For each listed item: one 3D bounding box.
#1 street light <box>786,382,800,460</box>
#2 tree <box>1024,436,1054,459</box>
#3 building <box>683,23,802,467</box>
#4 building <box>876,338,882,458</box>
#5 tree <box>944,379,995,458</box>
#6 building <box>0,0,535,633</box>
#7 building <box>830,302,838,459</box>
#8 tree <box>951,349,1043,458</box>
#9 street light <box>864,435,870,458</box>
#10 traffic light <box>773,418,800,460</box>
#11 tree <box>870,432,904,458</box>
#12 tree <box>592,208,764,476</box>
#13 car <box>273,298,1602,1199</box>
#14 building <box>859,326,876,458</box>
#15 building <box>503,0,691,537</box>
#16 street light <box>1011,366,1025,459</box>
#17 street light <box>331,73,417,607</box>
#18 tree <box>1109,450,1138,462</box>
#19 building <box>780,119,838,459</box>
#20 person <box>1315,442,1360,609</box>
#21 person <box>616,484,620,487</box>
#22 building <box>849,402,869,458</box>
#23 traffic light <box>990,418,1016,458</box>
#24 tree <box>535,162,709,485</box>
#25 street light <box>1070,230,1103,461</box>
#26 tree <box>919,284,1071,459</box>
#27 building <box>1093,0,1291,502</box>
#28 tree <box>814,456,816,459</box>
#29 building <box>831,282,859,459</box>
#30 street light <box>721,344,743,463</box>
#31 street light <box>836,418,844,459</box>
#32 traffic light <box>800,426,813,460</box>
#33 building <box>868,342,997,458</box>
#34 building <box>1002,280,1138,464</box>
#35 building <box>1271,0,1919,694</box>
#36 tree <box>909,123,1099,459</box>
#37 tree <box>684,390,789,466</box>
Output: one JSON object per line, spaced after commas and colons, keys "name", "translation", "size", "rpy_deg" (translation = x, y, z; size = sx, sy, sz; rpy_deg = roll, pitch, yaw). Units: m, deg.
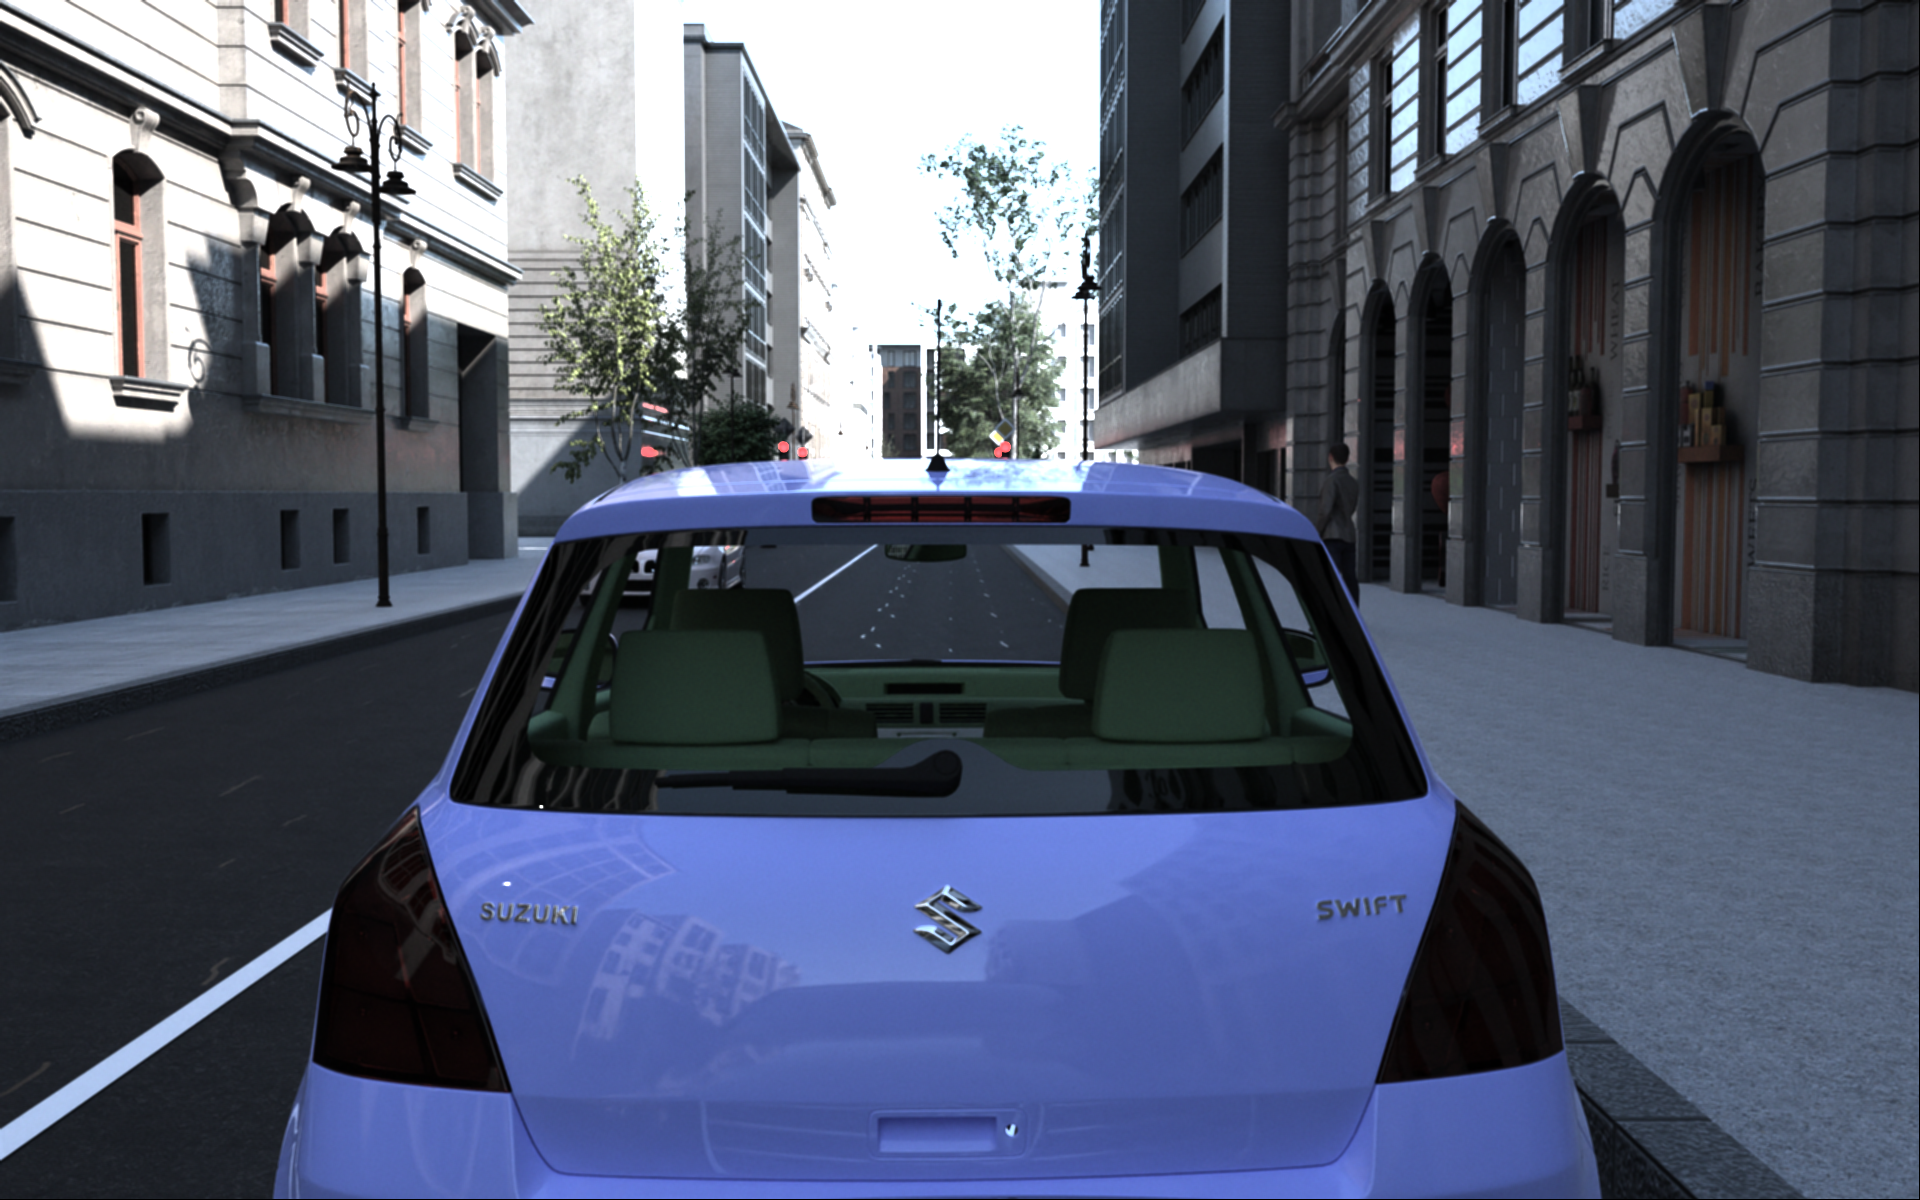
{"name": "street light", "translation": [-6.863, -6.034, 71.447], "size": [0.468, 5.910, 1.993], "rpy_deg": [0, 4, 0]}
{"name": "tree", "translation": [2.549, -3.859, 57.695], "size": [1.663, 3.219, 1.824], "rpy_deg": [0, 3, 0]}
{"name": "building", "translation": [-16.245, -16.374, 86.782], "size": [14.314, 24.678, 30.058], "rpy_deg": [0, 4, 0]}
{"name": "building", "translation": [-15.426, -21.745, 211.951], "size": [11.380, 20.091, 16.016], "rpy_deg": [0, 4, 0]}
{"name": "tree", "translation": [1.934, -13.605, 144.496], "size": [6.751, 12.117, 7.091], "rpy_deg": [0, 3, 0]}
{"name": "building", "translation": [-15.118, -14.418, 23.124], "size": [14.401, 28.519, 23.554], "rpy_deg": [0, 4, 0]}
{"name": "building", "translation": [-15.368, -17.189, 135.792], "size": [10.420, 20.320, 16.860], "rpy_deg": [0, 4, 0]}
{"name": "tree", "translation": [2.900, -13.118, 132.609], "size": [7.486, 12.596, 7.792], "rpy_deg": [0, 3, 0]}
{"name": "street light", "translation": [-7.263, -9.979, 135.951], "size": [0.468, 5.910, 1.993], "rpy_deg": [0, 4, 0]}
{"name": "traffic light", "translation": [-6.346, -4.497, 62.776], "size": [0.839, 4.213, 0.868], "rpy_deg": [0, 4, 0]}
{"name": "tree", "translation": [-8.504, -15.373, 201.706], "size": [4.360, 8.622, 3.978], "rpy_deg": [0, 3, 0]}
{"name": "tree", "translation": [-7.034, -5.750, 44.377], "size": [4.360, 8.622, 3.978], "rpy_deg": [0, 3, 0]}
{"name": "car", "translation": [-0.068, 0.359, 3.724], "size": [1.945, 1.707, 3.694], "rpy_deg": [0, 4, -2]}
{"name": "building", "translation": [-17.881, -20.529, 192.073], "size": [16.016, 20.091, 11.380], "rpy_deg": [0, 4, 0]}
{"name": "building", "translation": [-18.381, -12.634, 55.716], "size": [18.267, 20.994, 9.793], "rpy_deg": [0, 4, 0]}
{"name": "street light", "translation": [2.075, -5.485, 62.469], "size": [0.468, 5.910, 1.993], "rpy_deg": [0, 4, 0]}
{"name": "street light", "translation": [-6.579, -2.864, 19.606], "size": [0.468, 5.910, 1.993], "rpy_deg": [0, 4, 0]}
{"name": "tree", "translation": [15.236, -13.093, 139.829], "size": [9.928, 11.665, 9.643], "rpy_deg": [0, 3, 0]}
{"name": "building", "translation": [-15.010, -19.392, 114.318], "size": [12.463, 27.353, 25.104], "rpy_deg": [0, 4, 0]}
{"name": "person", "translation": [3.435, -0.591, 16.237], "size": [0.617, 1.759, 0.750], "rpy_deg": [-2, 4, -27]}
{"name": "person", "translation": [-9.750, -2.497, 49.075], "size": [0.471, 1.553, 0.569], "rpy_deg": [-2, 4, -29]}
{"name": "building", "translation": [-13.627, -14.082, 172.394], "size": [9.099, 9.664, 28.070], "rpy_deg": [0, 4, 0]}
{"name": "traffic light", "translation": [1.615, -4.501, 62.832], "size": [0.839, 4.213, 0.868], "rpy_deg": [0, 4, 0]}
{"name": "tree", "translation": [-7.659, -5.424, 39.048], "size": [4.737, 8.622, 4.395], "rpy_deg": [0, 3, 0]}
{"name": "street light", "translation": [2.217, -3.537, 30.616], "size": [0.468, 5.910, 1.993], "rpy_deg": [0, 4, 0]}
{"name": "tree", "translation": [2.309, -12.269, 107.258], "size": [9.857, 13.997, 8.962], "rpy_deg": [0, 3, 0]}
{"name": "building", "translation": [11.784, -13.824, 45.095], "size": [14.314, 24.678, 30.058], "rpy_deg": [0, 4, 0]}
{"name": "tree", "translation": [-7.459, -5.808, 89.566], "size": [1.663, 3.219, 1.824], "rpy_deg": [0, 3, 0]}
{"name": "building", "translation": [-17.490, -18.099, 152.344], "size": [16.016, 20.091, 11.380], "rpy_deg": [0, 4, 0]}
{"name": "street light", "translation": [-6.744, -4.805, 51.355], "size": [0.468, 5.910, 1.993], "rpy_deg": [0, 4, 0]}
{"name": "street light", "translation": [-7.110, -7.992, 103.459], "size": [0.468, 5.910, 1.993], "rpy_deg": [0, 4, 0]}
{"name": "traffic light", "translation": [-6.388, -4.986, 70.761], "size": [0.839, 4.213, 0.868], "rpy_deg": [0, 4, 0]}
{"name": "building", "translation": [-7.434, -24.603, 246.233], "size": [32.646, 21.610, 27.936], "rpy_deg": [0, 4, 0]}
{"name": "building", "translation": [11.760, -18.486, 158.673], "size": [16.016, 20.091, 11.380], "rpy_deg": [0, 4, 0]}
{"name": "building", "translation": [11.607, -10.787, 18.173], "size": [13.314, 21.916, 24.055], "rpy_deg": [0, 4, 0]}
{"name": "tree", "translation": [3.549, -14.115, 86.664], "size": [12.611, 20.169, 13.585], "rpy_deg": [0, 3, 0]}
{"name": "tree", "translation": [-7.004, -4.334, 54.571], "size": [4.285, 4.588, 4.351], "rpy_deg": [0, 3, 0]}
